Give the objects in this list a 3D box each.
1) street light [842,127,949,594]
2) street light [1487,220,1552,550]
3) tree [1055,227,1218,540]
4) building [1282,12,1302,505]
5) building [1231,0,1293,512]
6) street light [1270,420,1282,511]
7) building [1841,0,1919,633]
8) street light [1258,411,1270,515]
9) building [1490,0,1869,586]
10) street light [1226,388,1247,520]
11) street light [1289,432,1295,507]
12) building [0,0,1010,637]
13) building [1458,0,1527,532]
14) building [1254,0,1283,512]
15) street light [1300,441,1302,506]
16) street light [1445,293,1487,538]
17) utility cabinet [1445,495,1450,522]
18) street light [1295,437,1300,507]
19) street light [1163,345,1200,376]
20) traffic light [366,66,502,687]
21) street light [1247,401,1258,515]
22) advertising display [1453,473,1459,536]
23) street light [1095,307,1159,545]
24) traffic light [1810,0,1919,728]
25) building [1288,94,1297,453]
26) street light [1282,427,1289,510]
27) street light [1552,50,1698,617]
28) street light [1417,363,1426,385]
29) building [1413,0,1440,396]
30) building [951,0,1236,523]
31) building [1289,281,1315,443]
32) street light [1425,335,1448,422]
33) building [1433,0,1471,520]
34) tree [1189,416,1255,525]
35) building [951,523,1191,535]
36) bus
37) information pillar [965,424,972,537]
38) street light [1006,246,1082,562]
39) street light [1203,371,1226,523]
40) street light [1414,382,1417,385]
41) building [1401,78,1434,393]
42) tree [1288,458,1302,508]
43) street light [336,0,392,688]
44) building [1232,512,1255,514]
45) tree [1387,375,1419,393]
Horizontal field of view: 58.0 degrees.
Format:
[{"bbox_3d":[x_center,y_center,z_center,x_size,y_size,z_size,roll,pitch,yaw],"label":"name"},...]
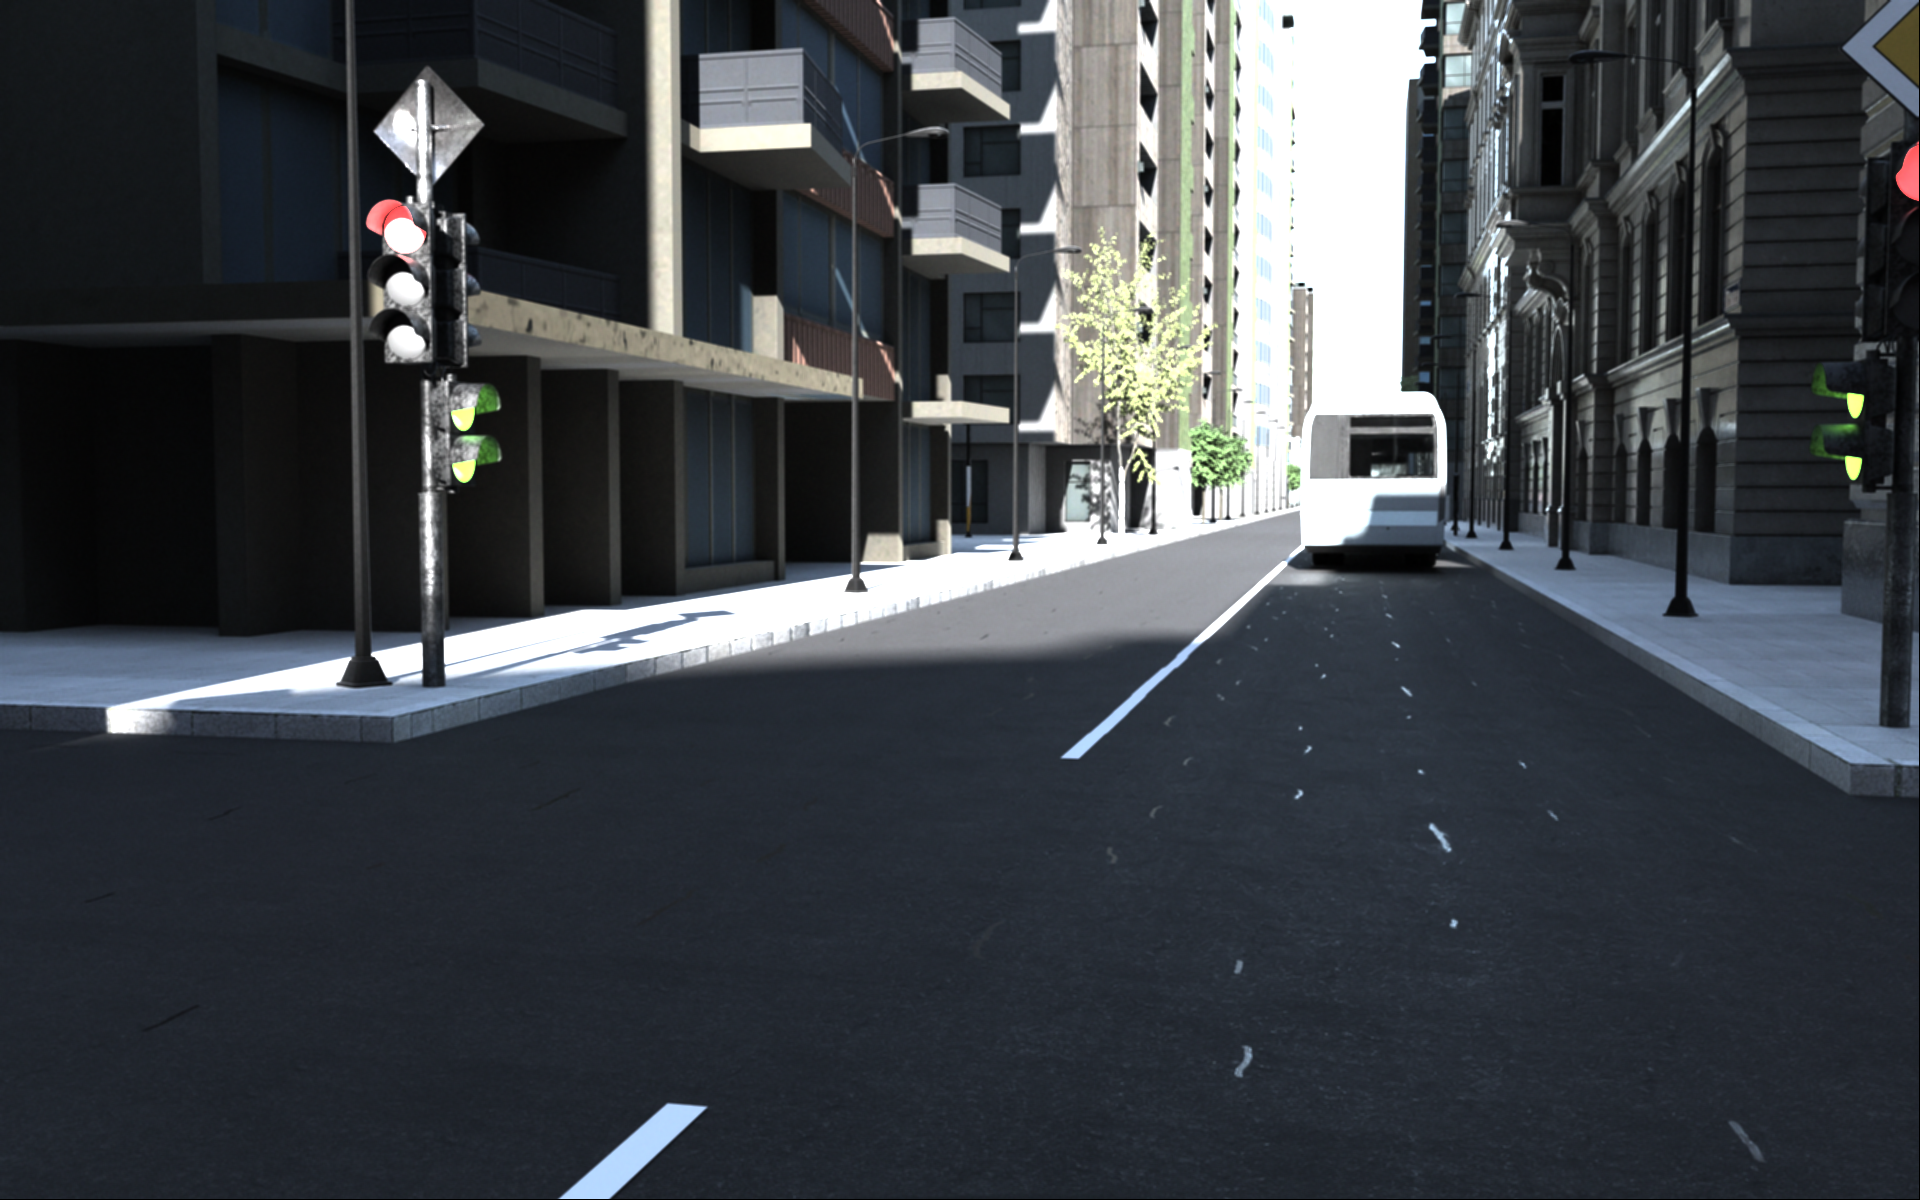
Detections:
[{"bbox_3d":[-0.825,-3.038,22.210,1.470,5.913,1.316,1,4,13],"label":"street light"},{"bbox_3d":[9.773,-3.478,29.414,1.470,5.913,1.316,1,4,13],"label":"street light"},{"bbox_3d":[4.775,-5.998,48.434,4.737,8.622,4.395,0,3,0],"label":"tree"},{"bbox_3d":[30.864,-54.921,210.634,22.319,86.520,31.000,1,4,13],"label":"building"},{"bbox_3d":[21.038,-28.475,149.159,14.154,41.232,14.086,1,4,13],"label":"building"},{"bbox_3d":[19.170,-8.307,108.353,1.470,5.913,1.316,1,4,13],"label":"street light"},{"bbox_3d":[17.387,-11.149,11.164,19.941,23.489,11.050,1,4,13],"label":"building"},{"bbox_3d":[16.488,-7.642,97.487,1.470,5.913,1.316,1,4,13],"label":"street light"},{"bbox_3d":[19.720,-13.454,39.061,14.460,24.649,34.723,1,4,13],"label":"building"},{"bbox_3d":[11.713,-6.345,76.277,1.470,5.913,1.316,1,4,13],"label":"street light"},{"bbox_3d":[24.200,-9.646,130.260,1.470,5.913,1.316,1,4,13],"label":"street light"},{"bbox_3d":[-11.427,-22.899,29.032,22.147,44.769,28.867,1,4,13],"label":"building"},{"bbox_3d":[26.533,-16.562,68.054,12.463,27.353,25.104,1,4,13],"label":"building"},{"bbox_3d":[12.614,-35.897,128.908,21.231,58.520,28.212,1,4,13],"label":"building"},{"bbox_3d":[29.229,-10.962,151.772,1.470,5.913,1.316,1,4,13],"label":"street light"},{"bbox_3d":[12.091,-4.124,39.965,1.470,5.913,1.316,1,4,13],"label":"street light"},{"bbox_3d":[22.218,-4.160,79.178,0.306,1.237,1.020,1,4,12],"label":"utility cabinet"},{"bbox_3d":[26.721,-10.320,141.265,1.470,5.913,1.316,1,4,13],"label":"street light"},{"bbox_3d":[6.621,-4.999,54.269,1.470,5.913,1.316,1,4,13],"label":"street light"},{"bbox_3d":[-3.494,-1.377,11.431,0.839,4.253,0.868,1,4,13],"label":"traffic light"},{"bbox_3d":[13.923,-6.958,86.296,1.470,5.913,1.316,1,4,13],"label":"street light"},{"bbox_3d":[15.397,-2.969,53.750,0.123,1.923,0.974,1,4,18],"label":"advertising display"},{"bbox_3d":[4.099,-4.324,43.246,1.470,5.913,1.316,1,4,13],"label":"street light"},{"bbox_3d":[5.144,-1.256,9.455,0.839,4.253,0.868,1,4,13],"label":"traffic light"},{"bbox_3d":[23.729,-32.274,182.303,22.147,44.769,28.867,1,4,13],"label":"building"},{"bbox_3d":[21.769,-9.003,119.735,1.470,5.913,1.316,1,4,13],"label":"street light"},{"bbox_3d":[7.065,-2.792,18.194,1.470,5.913,1.316,1,4,13],"label":"street light"},{"bbox_3d":[16.992,-5.424,61.229,1.470,5.913,1.316,1,4,13],"label":"street light"},{"bbox_3d":[48.231,-29.656,139.498,22.147,44.769,28.867,1,4,13],"label":"building"},{"bbox_3d":[7.217,-19.679,93.446,14.160,30.474,14.107,1,4,13],"label":"building"},{"bbox_3d":[40.315,-28.240,233.426,14.160,30.474,14.107,1,4,13],"label":"building"},{"bbox_3d":[14.441,-4.776,50.629,1.470,5.913,1.316,1,4,13],"label":"street light"},{"bbox_3d":[31.916,-19.463,89.923,14.160,30.474,14.107,1,4,13],"label":"building"},{"bbox_3d":[10.113,-5.428,72.454,4.285,4.588,4.351,0,3,0],"label":"tree"},{"bbox_3d":[0.394,-17.621,59.809,14.160,30.474,14.107,1,4,13],"label":"building"},{"bbox_3d":[9.123,-2.635,37.938,2.948,3.499,13.247,1,4,14],"label":"bus"},{"bbox_3d":[0.262,-3.674,51.424,0.183,3.616,0.504,0,4,6],"label":"information pillar"},{"bbox_3d":[1.591,-3.682,32.739,1.470,5.913,1.316,1,4,13],"label":"street light"},{"bbox_3d":[9.154,-5.696,65.666,1.470,5.913,1.316,1,4,13],"label":"street light"},{"bbox_3d":[19.487,-6.067,71.739,1.470,5.913,1.316,1,4,13],"label":"street light"},{"bbox_3d":[53.748,-32.533,182.018,14.600,45.320,14.200,1,4,13],"label":"building"},{"bbox_3d":[30.389,-10.771,159.821,4.285,4.588,4.351,0,3,0],"label":"tree"},{"bbox_3d":[-3.473,-2.372,11.316,1.470,5.913,1.316,1,4,13],"label":"street light"},{"bbox_3d":[11.100,-25.965,108.119,14.154,41.232,14.086,1,4,13],"label":"building"},{"bbox_3d":[42.500,-15.122,165.367,7.486,12.596,7.792,0,3,0],"label":"tree"}]
